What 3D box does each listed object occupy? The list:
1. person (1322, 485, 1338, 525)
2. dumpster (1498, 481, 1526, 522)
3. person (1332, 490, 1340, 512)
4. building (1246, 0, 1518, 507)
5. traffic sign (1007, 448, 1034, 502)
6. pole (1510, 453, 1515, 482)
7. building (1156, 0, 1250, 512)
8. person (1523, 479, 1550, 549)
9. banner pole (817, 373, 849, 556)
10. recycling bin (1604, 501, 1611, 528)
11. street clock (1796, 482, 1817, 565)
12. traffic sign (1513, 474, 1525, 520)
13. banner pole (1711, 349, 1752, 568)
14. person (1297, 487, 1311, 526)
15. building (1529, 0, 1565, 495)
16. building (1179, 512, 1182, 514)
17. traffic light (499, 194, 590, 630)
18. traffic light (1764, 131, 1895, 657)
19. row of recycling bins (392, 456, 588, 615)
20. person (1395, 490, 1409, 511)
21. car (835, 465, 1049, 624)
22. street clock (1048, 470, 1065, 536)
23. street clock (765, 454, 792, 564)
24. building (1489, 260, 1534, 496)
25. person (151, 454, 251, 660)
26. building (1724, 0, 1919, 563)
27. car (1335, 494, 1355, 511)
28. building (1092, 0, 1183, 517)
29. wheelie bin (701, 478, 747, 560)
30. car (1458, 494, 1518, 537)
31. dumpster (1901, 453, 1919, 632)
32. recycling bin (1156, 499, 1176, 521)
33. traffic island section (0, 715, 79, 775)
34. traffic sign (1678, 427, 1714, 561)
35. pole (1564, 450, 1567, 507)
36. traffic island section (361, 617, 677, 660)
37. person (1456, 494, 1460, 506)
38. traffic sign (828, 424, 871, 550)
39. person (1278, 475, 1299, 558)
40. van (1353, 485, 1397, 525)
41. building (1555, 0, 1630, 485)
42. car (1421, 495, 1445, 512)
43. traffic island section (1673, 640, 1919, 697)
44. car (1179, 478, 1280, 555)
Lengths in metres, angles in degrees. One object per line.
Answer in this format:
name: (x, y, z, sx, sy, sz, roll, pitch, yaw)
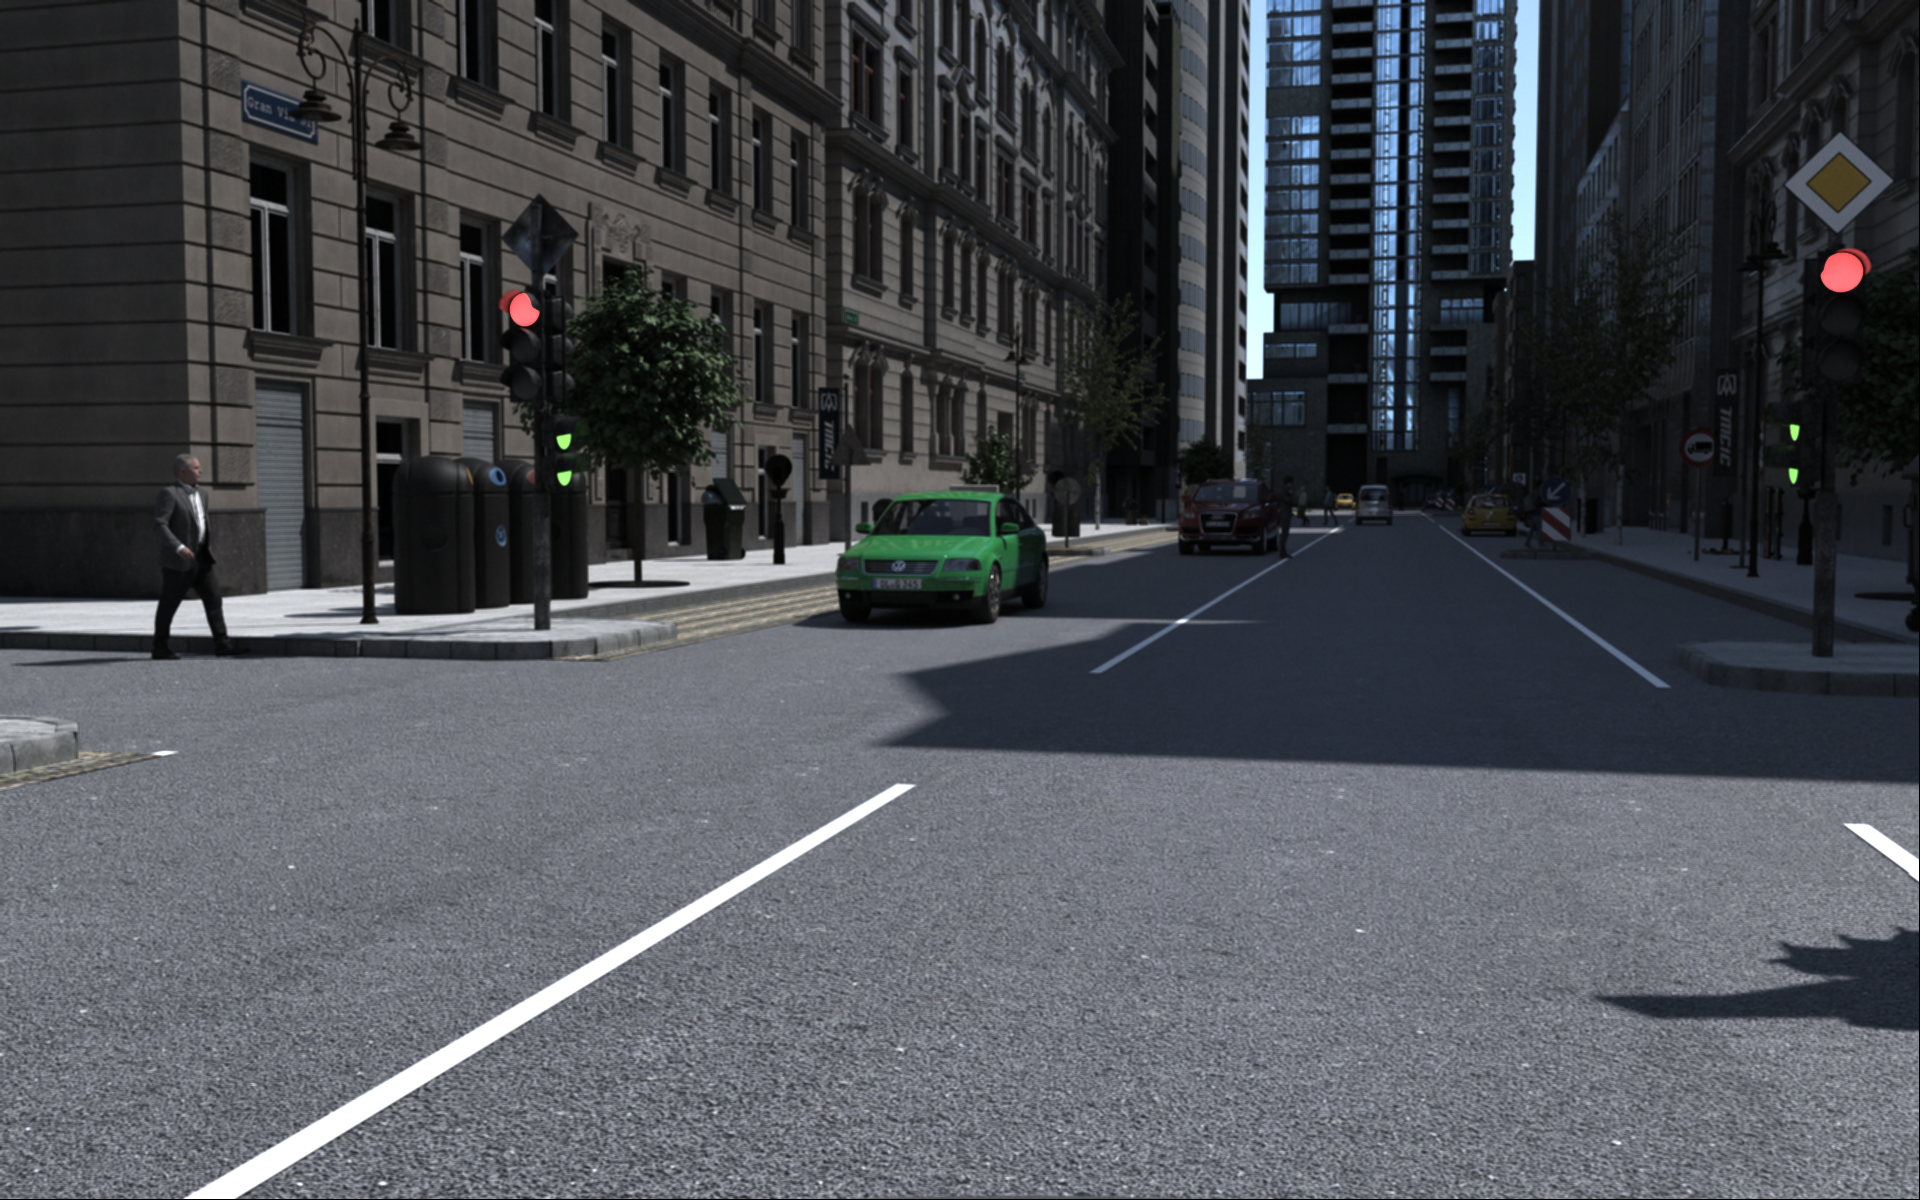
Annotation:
person: (16.903, -4.333, 79.204, 0.748, 1.841, 0.638, 3, 5, 40)
dumpster: (25.616, -4.564, 80.388, 1.264, 1.857, 1.865, 1, 4, 14)
person: (30.395, -8.049, 140.822, 0.721, 1.735, 1.217, -3, 4, -38)
building: (44.132, -53.089, 180.674, 31.000, 86.520, 22.319, 1, 4, 14)
traffic sign: (1.644, -2.963, 48.451, 0.884, 2.594, 0.081, 1, 4, 18)
pole: (27.399, -5.631, 85.906, 0.158, 3.312, 0.155, 0, 3, 0)
building: (11.087, -37.407, 153.596, 28.212, 58.520, 21.231, 1, 4, 14)
person: (15.014, -2.234, 45.017, 0.713, 1.824, 0.794, 2, 4, 30)
banner pole: (-2.564, -2.809, 35.946, 0.863, 3.779, 0.401, -2, 4, -28)
recycling bin: (24.597, -3.312, 66.713, 0.722, 1.027, 0.722, 0, 4, 4)
street clock: (15.289, -1.634, 31.290, 0.358, 2.002, 0.471, -2, 4, -29)
traffic sign: (27.480, -5.079, 85.173, 0.606, 2.300, 0.079, 1, 4, 15)
banner pole: (13.450, -2.454, 30.133, 0.401, 3.779, 0.863, -2, 4, -30)
person: (15.272, -4.156, 76.944, 0.515, 1.767, 0.782, 0, 4, -2)
building: (47.781, -34.743, 110.043, 21.231, 58.520, 28.212, 1, 4, 14)
building: (6.327, -35.319, 119.464, 21.231, 58.520, 28.212, 1, 4, 14)
traffic light: (-3.932, -1.672, 16.252, 0.839, 4.253, 0.868, 1, 4, 14)
traffic light: (6.801, -1.508, 13.580, 0.839, 4.253, 0.868, 1, 4, 14)
row of recycling bins: (-5.388, -0.788, 19.994, 1.069, 1.692, 3.534, 1, 4, 14)
person: (36.649, -8.266, 143.794, 1.348, 1.807, 0.705, -1, 4, -16)
car: (-0.121, -0.729, 20.708, 1.959, 1.807, 4.718, 1, 4, 14)
street clock: (2.929, -2.950, 52.800, 0.471, 2.002, 0.358, -2, 4, -26)
street clock: (-3.322, -1.662, 31.747, 0.471, 2.002, 0.358, -1, 4, -14)
building: (57.836, -17.981, 139.026, 27.650, 21.520, 28.899, 1, 4, 14)
person: (-6.624, -0.374, 15.010, 0.834, 1.777, 0.661, 0, 4, 6)
building: (25.157, -15.199, 35.889, 14.401, 28.519, 23.554, 1, 4, 14)
car: (33.470, -8.579, 150.484, 2.015, 1.641, 3.980, 1, 4, 13)
building: (4.747, -20.003, 98.745, 14.160, 30.474, 14.107, 1, 4, 14)
wheelie bin: (-4.628, -1.582, 33.771, 0.693, 1.594, 0.980, 2, 4, 28)
car: (18.266, -3.035, 59.847, 2.015, 1.641, 3.980, 1, 4, 14)
dumpster: (9.228, -0.582, 15.282, 1.264, 1.857, 1.865, 1, 4, 14)
recycling bin: (9.859, -4.297, 82.805, 0.722, 1.027, 0.722, -3, 5, -40)
traffic island section: (-5.915, 0.834, 8.651, 2.009, 0.180, 2.903, 1, 4, 14)
traffic sign: (14.143, -2.023, 33.178, 0.768, 2.556, 0.104, 1, 4, 14)
pole: (27.916, -5.269, 79.991, 0.158, 3.312, 0.155, 0, 3, 0)
traffic island section: (-3.968, 0.360, 16.396, 2.009, 0.180, 2.903, 1, 4, 14)
person: (47.649, -9.421, 165.758, 0.421, 1.427, 0.697, 1, 4, 18)
traffic sign: (-2.056, -1.962, 32.081, 0.884, 2.594, 0.081, 2, 4, 24)
person: (7.341, -1.860, 38.714, 0.447, 1.846, 0.655, 1, 4, 12)
van: (19.363, -4.521, 80.923, 2.013, 2.044, 4.112, 1, 4, 14)
building: (39.440, -26.939, 90.568, 14.600, 45.320, 14.200, 1, 4, 14)
car: (38.987, -7.957, 142.669, 1.945, 1.354, 3.894, 1, 4, 13)
traffic island section: (6.837, 0.526, 13.685, 2.009, 0.180, 2.903, 1, 4, 14)
car: (6.645, -2.063, 42.405, 2.281, 1.827, 5.304, 1, 4, 16)
